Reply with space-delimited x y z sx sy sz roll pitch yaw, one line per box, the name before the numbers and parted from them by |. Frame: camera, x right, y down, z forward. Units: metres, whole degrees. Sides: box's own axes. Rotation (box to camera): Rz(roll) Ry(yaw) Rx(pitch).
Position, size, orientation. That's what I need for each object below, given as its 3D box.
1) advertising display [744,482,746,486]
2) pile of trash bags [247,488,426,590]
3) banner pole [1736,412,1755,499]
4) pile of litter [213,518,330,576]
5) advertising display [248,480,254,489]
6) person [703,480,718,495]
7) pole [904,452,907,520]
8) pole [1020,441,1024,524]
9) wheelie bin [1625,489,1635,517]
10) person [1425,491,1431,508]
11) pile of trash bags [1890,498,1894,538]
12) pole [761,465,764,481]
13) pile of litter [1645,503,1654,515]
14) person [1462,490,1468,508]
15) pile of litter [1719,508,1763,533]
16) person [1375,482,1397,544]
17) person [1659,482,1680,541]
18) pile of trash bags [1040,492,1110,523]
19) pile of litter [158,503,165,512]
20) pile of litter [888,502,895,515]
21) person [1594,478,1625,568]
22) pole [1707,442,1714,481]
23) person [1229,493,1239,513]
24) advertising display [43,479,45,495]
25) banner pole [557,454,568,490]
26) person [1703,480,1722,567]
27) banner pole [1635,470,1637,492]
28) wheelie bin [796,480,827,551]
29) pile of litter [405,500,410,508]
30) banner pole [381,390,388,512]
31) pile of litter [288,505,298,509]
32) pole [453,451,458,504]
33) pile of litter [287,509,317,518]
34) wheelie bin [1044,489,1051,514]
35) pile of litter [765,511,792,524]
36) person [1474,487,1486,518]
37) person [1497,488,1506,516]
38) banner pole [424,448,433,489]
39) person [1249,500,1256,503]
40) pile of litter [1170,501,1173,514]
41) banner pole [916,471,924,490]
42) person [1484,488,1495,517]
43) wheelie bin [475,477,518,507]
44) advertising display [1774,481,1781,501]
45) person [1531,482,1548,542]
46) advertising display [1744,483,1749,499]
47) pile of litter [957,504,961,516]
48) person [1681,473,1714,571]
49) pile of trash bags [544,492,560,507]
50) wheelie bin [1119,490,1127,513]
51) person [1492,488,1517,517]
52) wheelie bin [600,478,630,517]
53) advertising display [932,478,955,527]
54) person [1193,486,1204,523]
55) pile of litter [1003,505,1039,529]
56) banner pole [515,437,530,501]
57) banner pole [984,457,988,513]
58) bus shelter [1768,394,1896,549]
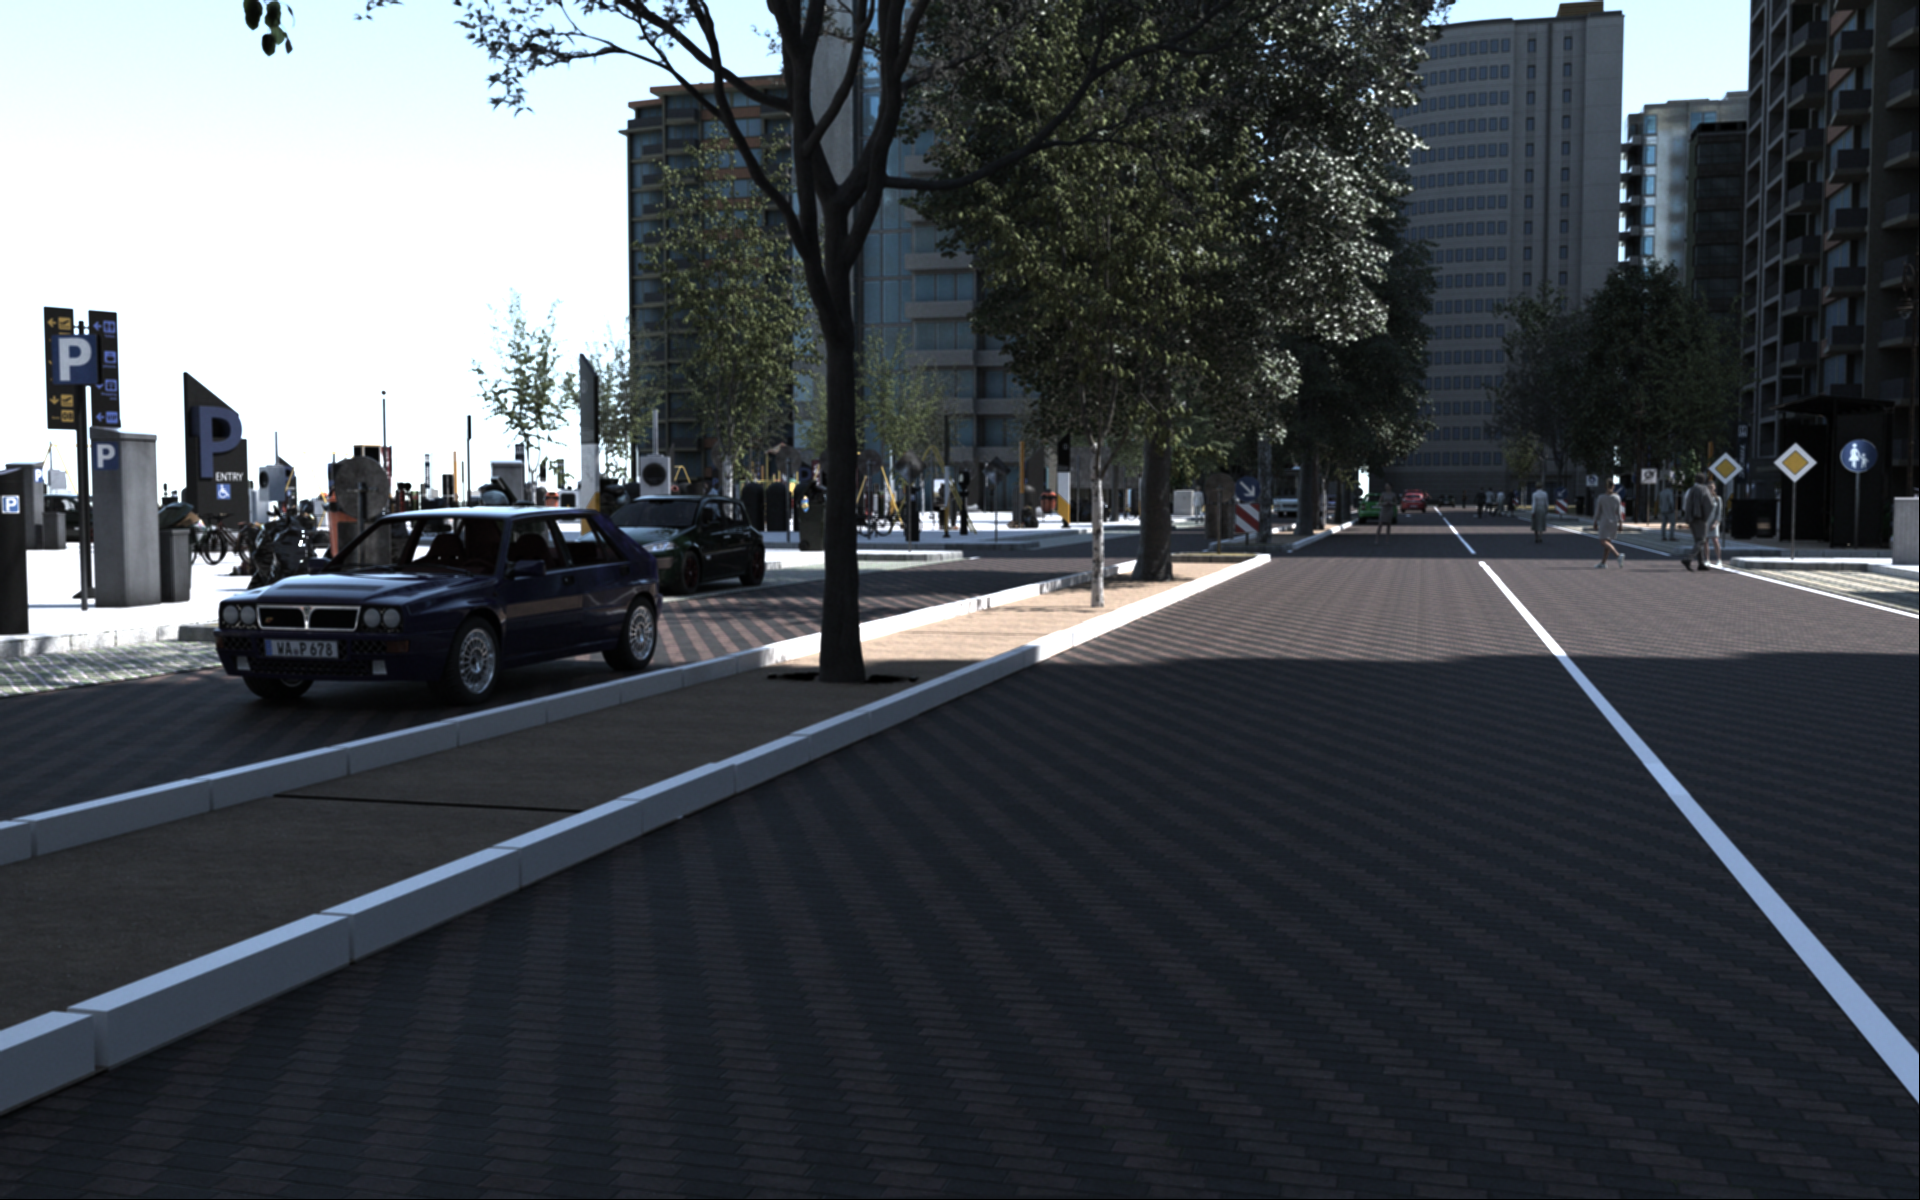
advertising display | -11.453 -5.401 93.523 0.123 1.923 0.974 0 4 8
pile of trash bags | -8.110 -0.774 22.415 1.912 1.369 3.447 -2 4 -27
banner pole | 23.882 -3.832 52.663 0.863 3.779 0.401 -2 4 -26
pile of litter | -10.967 -0.825 27.458 1.719 0.858 1.176 2 4 25
advertising display | -33.296 -4.634 80.982 0.974 1.923 0.123 3 5 41
person | -6.312 -2.169 44.221 0.793 1.790 0.793 1 4 19
pole | -2.679 -5.553 84.630 0.158 3.312 0.155 0 3 0
pole | 2.398 -4.476 67.028 0.158 3.312 0.155 0 3 0
wheelie bin | 37.992 -5.554 98.718 0.980 1.594 0.693 1 4 13
person | 49.171 -10.623 182.908 1.217 1.743 0.721 0 4 6
pile of trash bags | 26.774 -2.570 51.769 3.447 1.369 1.912 3 4 38
pole | -14.033 -7.918 123.298 0.158 3.312 0.155 0 3 0
pile of litter | 42.523 -5.698 107.132 1.176 0.858 1.719 3 4 37
person | 50.806 -10.145 174.387 0.705 1.821 1.348 3 4 36
pile of litter | 25.845 -2.649 57.283 1.719 0.858 1.176 -1 4 -12
person | 12.126 -2.475 49.301 0.599 1.781 0.374 1 4 13
person | 21.571 -2.702 52.778 0.391 1.810 0.635 -2 4 -26
pile of trash bags | 5.089 -4.234 78.973 3.447 1.369 1.912 3 4 37
pile of litter | -37.115 -4.093 80.880 1.176 0.858 1.719 -3 5 -42
pile of litter | -3.948 -5.519 104.194 1.176 0.858 1.719 -3 5 -43
person | 12.521 -1.472 33.321 0.466 1.731 0.760 -2 4 -30
pole | 29.361 -4.524 67.808 0.158 3.312 0.155 0 3 0
person | 13.487 -4.665 84.876 0.850 1.850 0.679 2 4 35
advertising display | -38.156 -4.039 71.258 0.123 1.923 0.974 3 4 39
banner pole | -24.554 -7.174 107.306 0.863 3.779 0.401 -1 4 -14
person | 14.902 -1.524 34.417 0.512 1.701 0.522 2 4 31
banner pole | 37.436 -6.451 95.498 0.863 3.779 0.401 -2 4 -33
wheelie bin | -3.292 -1.903 39.017 0.693 1.594 0.980 0 4 5
pile of litter | -41.126 -6.987 128.207 1.719 0.858 1.176 -3 5 -42
banner pole | -13.908 -3.176 41.941 0.401 3.779 0.863 -1 4 -16
pile of litter | -26.598 -3.327 68.354 1.176 0.858 1.719 -1 4 -10
pole | -23.710 -5.354 81.375 0.158 3.312 0.155 0 3 0
pile of litter | -15.443 -1.656 41.041 1.719 0.858 1.176 0 4 5
wheelie bin | 5.506 -6.323 111.282 0.980 1.594 0.693 1 4 20
pile of litter | -7.959 -3.666 73.911 1.719 0.858 1.176 -1 4 -13
person | 31.258 -5.854 103.992 0.659 1.850 0.755 2 4 27
person | 34.966 -6.319 112.039 0.641 1.798 0.478 -3 5 -39
banner pole | -28.899 -6.384 94.390 0.401 3.779 0.863 2 4 24
person | 15.039 -4.929 89.435 0.694 1.780 0.624 -1 4 -16
pile of litter | 13.612 -5.991 111.913 1.719 0.858 1.176 2 4 32
banner pole | -2.875 -8.045 121.558 0.863 3.779 0.401 -2 4 -28
person | 32.816 -6.060 107.422 0.661 1.843 0.795 2 4 30
wheelie bin | -8.421 -1.445 31.527 0.693 1.594 0.980 -2 4 -30
advertising display | 42.079 -5.089 88.420 0.974 1.923 0.123 3 5 45
person | 17.104 -2.593 51.118 0.478 1.798 0.641 1 4 21
advertising display | 44.766 -5.661 97.765 0.123 1.923 0.974 -3 5 -41
pile of litter | -0.084 -5.518 104.183 1.176 0.858 1.719 3 4 36
person | 13.785 -1.450 32.313 0.850 1.850 0.679 -2 4 -26
pile of trash bags | -18.512 -4.538 83.949 3.447 1.369 1.912 2 4 27
wheelie bin | 11.110 -6.828 119.543 0.693 1.594 0.980 1 4 17
person | 34.535 -6.182 109.796 1.509 1.804 0.699 1 4 22
wheelie bin | -6.924 -1.604 34.129 0.693 1.594 0.980 2 4 33
advertising display | -0.647 -3.858 68.289 0.974 1.923 0.123 -2 4 -26
person | 11.692 -4.677 84.846 0.514 1.842 0.818 0 4 -8
pile of litter | 2.269 -3.120 64.985 1.719 0.858 1.176 -3 4 -39
banner pole | -19.000 -5.225 75.440 0.863 3.779 0.401 0 4 7
banner pole | 1.735 -7.693 115.796 0.401 3.779 0.863 1 4 21
bus shelter | 21.860 -3.204 43.676 1.731 3.624 6.357 1 4 15
